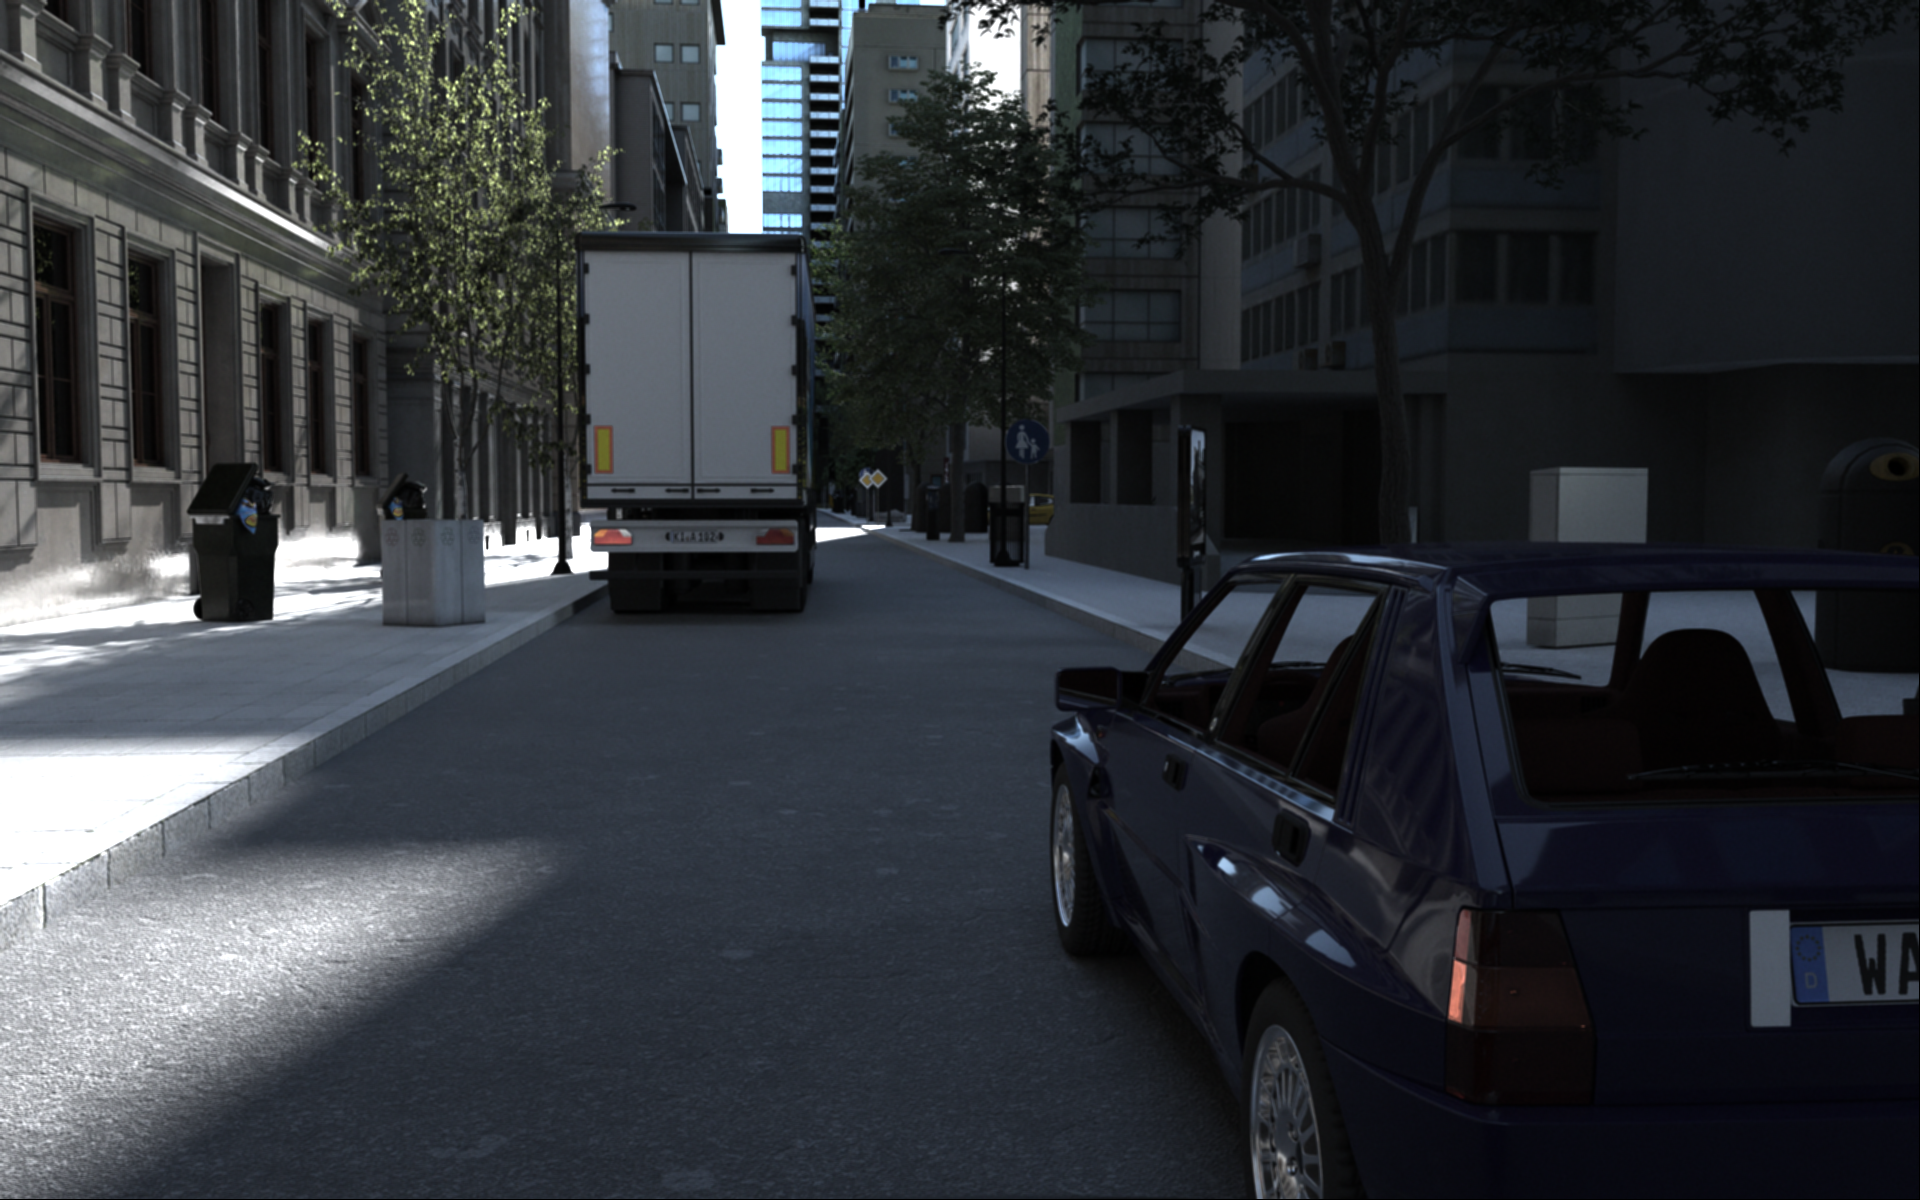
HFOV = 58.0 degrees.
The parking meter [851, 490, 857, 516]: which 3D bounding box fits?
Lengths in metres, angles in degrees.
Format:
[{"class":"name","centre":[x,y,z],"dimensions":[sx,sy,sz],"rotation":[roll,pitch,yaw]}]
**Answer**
[{"class":"parking meter","centre":[-6.296,-5.790,103.084],"dimensions":[0.372,1.533,0.369],"rotation":[0,3,0]}]

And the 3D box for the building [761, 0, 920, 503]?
[{"class":"building","centre":[-16.305,-57.051,245.447],"dimensions":[31.000,86.520,22.319],"rotation":[0,4,-6]}]

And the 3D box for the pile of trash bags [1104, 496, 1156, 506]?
[{"class":"pile of trash bags","centre":[4.919,-2.076,43.689],"dimensions":[3.447,1.369,1.912],"rotation":[1,4,11]}]

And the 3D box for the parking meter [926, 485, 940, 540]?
[{"class":"parking meter","centre":[-0.752,-2.446,48.398],"dimensions":[0.372,1.533,0.369],"rotation":[0,3,0]}]

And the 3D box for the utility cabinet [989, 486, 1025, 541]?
[{"class":"utility cabinet","centre":[1.301,-2.351,47.112],"dimensions":[0.318,1.500,1.173],"rotation":[-3,5,-44]}]

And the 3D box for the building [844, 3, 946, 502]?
[{"class":"building","centre":[-0.214,-33.411,169.972],"dimensions":[21.300,48.544,21.600],"rotation":[0,4,-6]}]

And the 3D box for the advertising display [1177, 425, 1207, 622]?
[{"class":"advertising display","centre":[2.222,-0.695,16.583],"dimensions":[0.123,1.923,0.974],"rotation":[1,4,17]}]

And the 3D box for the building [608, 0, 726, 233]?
[{"class":"building","centre":[-38.358,-35.862,175.580],"dimensions":[28.713,52.752,27.495],"rotation":[0,4,-6]}]

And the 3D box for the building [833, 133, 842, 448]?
[{"class":"building","centre":[-3.897,-36.122,210.206],"dimensions":[23.786,49.044,30.456],"rotation":[0,4,-6]}]

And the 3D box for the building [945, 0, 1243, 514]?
[{"class":"building","centre":[6.828,-24.582,85.514],"dimensions":[14.086,41.232,14.154],"rotation":[0,4,-6]}]

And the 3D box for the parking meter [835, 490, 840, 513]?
[{"class":"parking meter","centre":[-8.207,-6.577,115.947],"dimensions":[0.372,1.533,0.369],"rotation":[0,3,0]}]

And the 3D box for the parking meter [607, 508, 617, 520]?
[{"class":"parking meter","centre":[-10.009,-2.546,50.033],"dimensions":[0.372,1.533,0.369],"rotation":[0,3,0]}]

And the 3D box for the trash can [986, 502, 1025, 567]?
[{"class":"trash can","centre":[0.835,-1.169,30.767],"dimensions":[0.748,1.137,0.748],"rotation":[0,3,0]}]

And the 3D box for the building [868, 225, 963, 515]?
[{"class":"building","centre":[8.041,-17.014,123.221],"dimensions":[27.650,21.520,28.899],"rotation":[0,4,-6]}]

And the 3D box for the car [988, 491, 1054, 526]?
[{"class":"car","centre":[2.661,-3.884,73.724],"dimensions":[3.980,1.641,2.015],"rotation":[0,4,-5]}]

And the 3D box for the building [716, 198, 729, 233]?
[{"class":"building","centre":[-39.065,-34.084,240.859],"dimensions":[14.086,41.232,14.154],"rotation":[0,4,-6]}]

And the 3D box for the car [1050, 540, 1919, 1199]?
[{"class":"car","centre":[1.272,0.506,4.306],"dimensions":[1.945,1.354,3.894],"rotation":[0,4,-5]}]

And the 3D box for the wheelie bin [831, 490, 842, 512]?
[{"class":"wheelie bin","centre":[-8.588,-6.969,121.858],"dimensions":[0.980,1.594,0.693],"rotation":[1,4,12]}]

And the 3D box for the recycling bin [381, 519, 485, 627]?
[{"class":"recycling bin","centre":[-5.196,-0.278,17.094],"dimensions":[0.722,1.027,0.722],"rotation":[2,4,26]}]

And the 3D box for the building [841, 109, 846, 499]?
[{"class":"building","centre":[-5.907,-30.843,187.881],"dimensions":[14.154,41.232,14.086],"rotation":[0,4,-6]}]

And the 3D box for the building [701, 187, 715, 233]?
[{"class":"building","centre":[-29.293,-23.498,155.897],"dimensions":[14.160,30.474,14.107],"rotation":[0,4,-6]}]

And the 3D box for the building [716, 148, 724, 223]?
[{"class":"building","centre":[-43.895,-36.043,208.904],"dimensions":[30.456,49.044,23.786],"rotation":[0,4,-6]}]

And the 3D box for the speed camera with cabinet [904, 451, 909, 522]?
[{"class":"speed camera with cabinet","centre":[-3.029,-5.249,80.150],"dimensions":[0.660,3.252,2.038],"rotation":[-2,4,-26]}]

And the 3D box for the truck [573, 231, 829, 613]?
[{"class":"truck","centre":[-3.270,-2.156,24.171],"dimensions":[2.839,4.237,11.283],"rotation":[0,4,-4]}]

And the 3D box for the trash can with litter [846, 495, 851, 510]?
[{"class":"trash can with litter","centre":[-8.719,-7.789,138.734],"dimensions":[0.624,1.170,1.055],"rotation":[-1,4,-21]}]

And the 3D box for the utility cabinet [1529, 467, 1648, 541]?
[{"class":"utility cabinet","centre":[5.312,-0.367,14.680],"dimensions":[1.173,1.500,0.318],"rotation":[-2,4,-33]}]

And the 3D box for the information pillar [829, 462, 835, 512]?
[{"class":"information pillar","centre":[-9.194,-8.158,124.737],"dimensions":[0.504,3.616,0.183],"rotation":[1,4,21]}]

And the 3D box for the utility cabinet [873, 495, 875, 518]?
[{"class":"utility cabinet","centre":[-4.232,-4.573,85.923],"dimensions":[0.306,1.237,1.020],"rotation":[-1,4,-14]}]

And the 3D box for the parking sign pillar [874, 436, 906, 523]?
[{"class":"parking sign pillar","centre":[-3.173,-5.477,78.027],"dimensions":[1.447,3.967,1.447],"rotation":[0,4,-1]}]

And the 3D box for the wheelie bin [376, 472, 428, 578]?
[{"class":"wheelie bin","centre":[-8.105,-1.059,25.219],"dimensions":[0.693,1.594,0.980],"rotation":[-2,4,-27]}]

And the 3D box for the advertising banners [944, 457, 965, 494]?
[{"class":"advertising banners","centre":[-0.283,-5.246,81.954],"dimensions":[0.090,3.025,2.074],"rotation":[-2,4,-27]}]

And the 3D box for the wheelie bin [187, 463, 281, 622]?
[{"class":"wheelie bin","centre":[-7.370,-0.593,17.607],"dimensions":[0.980,1.594,0.693],"rotation":[2,4,28]}]

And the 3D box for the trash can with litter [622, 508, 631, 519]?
[{"class":"trash can with litter","centre":[-10.153,-2.476,51.863],"dimensions":[1.055,1.170,0.624],"rotation":[-1,4,-19]}]
